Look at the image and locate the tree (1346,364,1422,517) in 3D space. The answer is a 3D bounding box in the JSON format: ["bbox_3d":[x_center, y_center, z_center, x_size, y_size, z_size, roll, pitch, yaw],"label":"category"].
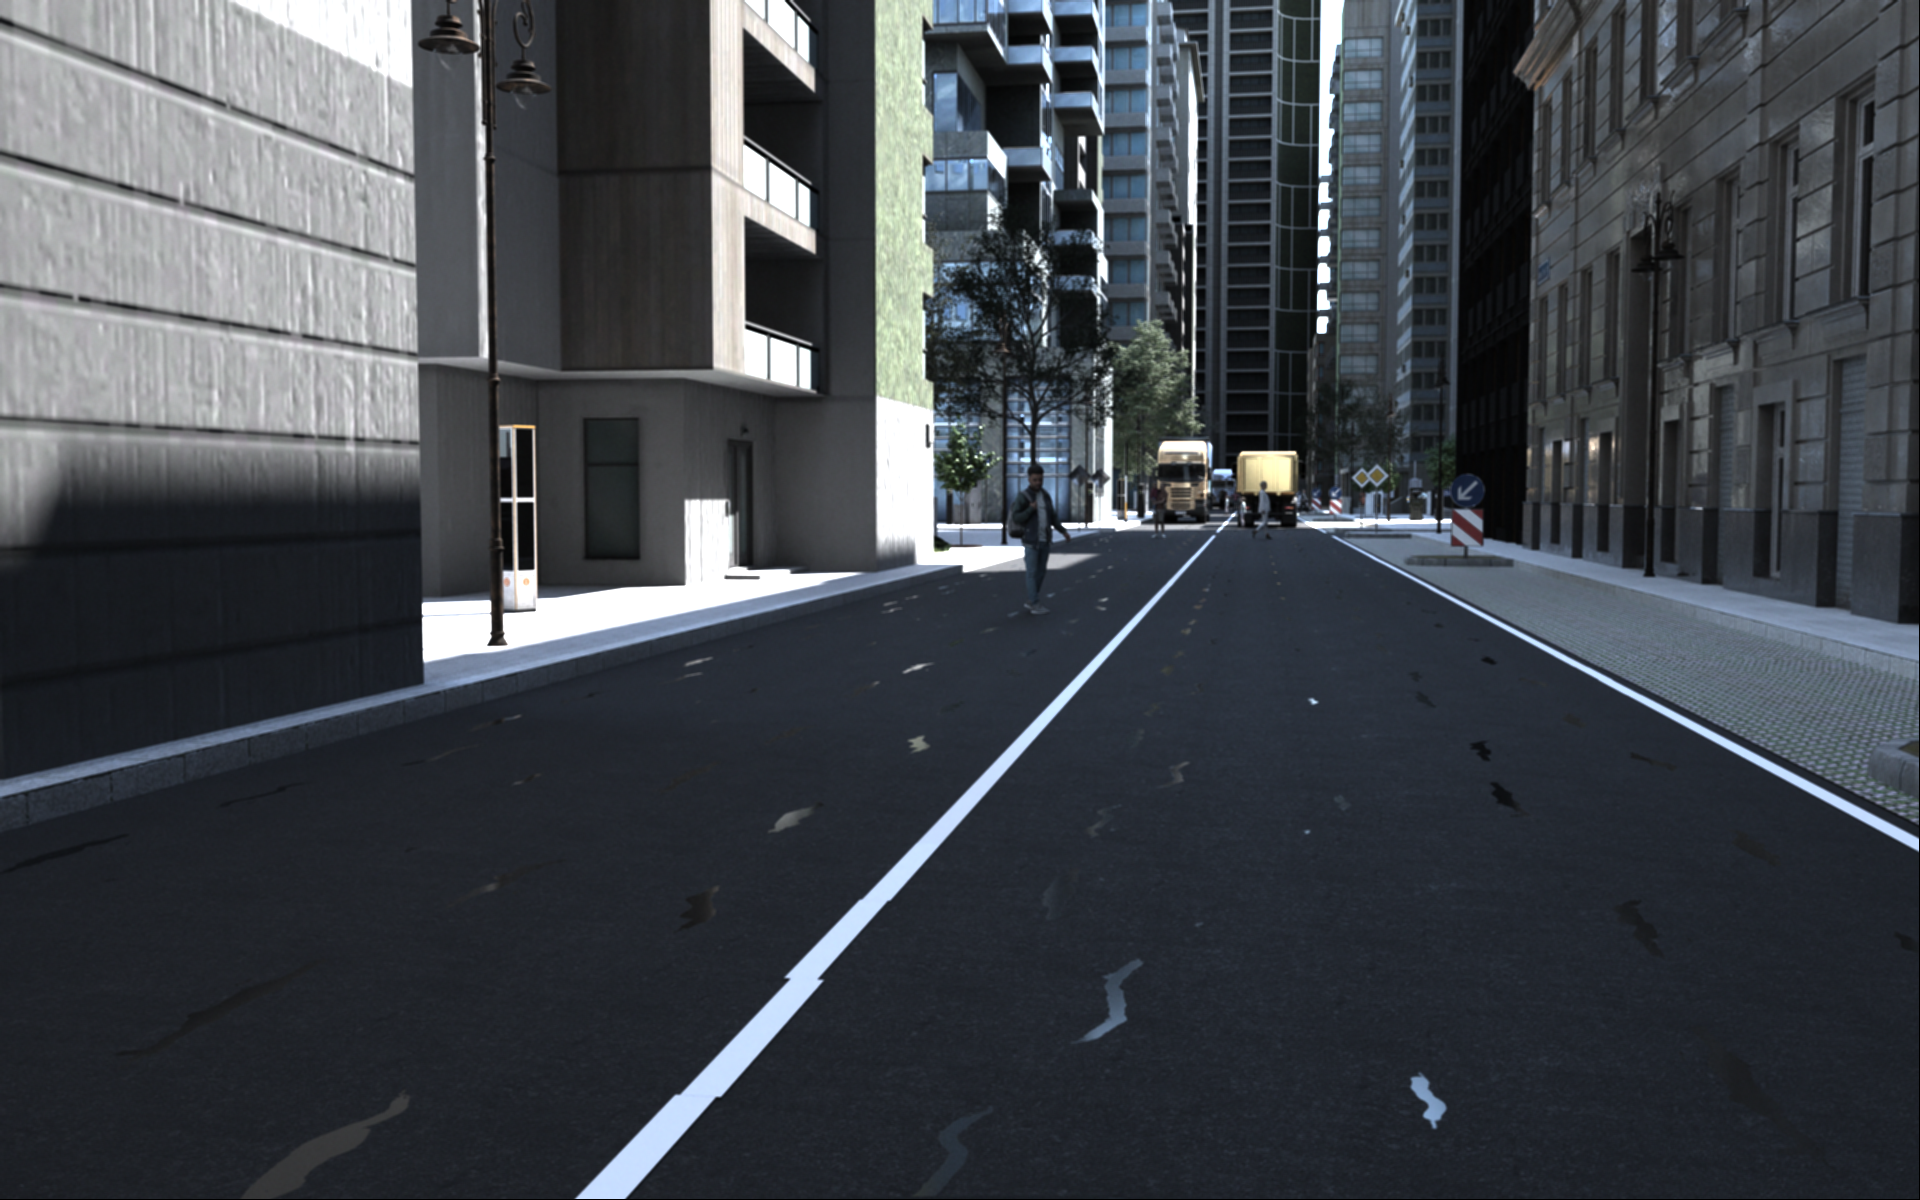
[{"bbox_3d":[24.022,-9.071,98.681,4.360,8.622,3.978,0,3,0],"label":"tree"}]

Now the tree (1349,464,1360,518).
[{"bbox_3d":[22.244,-6.118,94.636,1.663,3.219,1.824,0,3,0],"label":"tree"}]

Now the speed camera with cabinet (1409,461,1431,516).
[{"bbox_3d":[27.798,-6.652,103.102,2.038,3.252,0.660,2,4,26],"label":"speed camera with cabinet"}]

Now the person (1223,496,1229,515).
[{"bbox_3d":[18.407,-6.540,119.705,0.394,1.301,0.425,0,4,6],"label":"person"}]

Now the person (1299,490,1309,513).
[{"bbox_3d":[26.123,-7.495,131.448,0.834,1.777,0.661,2,4,27],"label":"person"}]

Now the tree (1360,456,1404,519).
[{"bbox_3d":[21.626,-5.723,88.176,1.663,3.219,1.824,0,3,0],"label":"tree"}]

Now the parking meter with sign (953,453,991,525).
[{"bbox_3d":[0.493,-4.661,72.461,1.738,3.016,0.543,-3,5,-43],"label":"parking meter with sign"}]

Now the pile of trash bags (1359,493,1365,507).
[{"bbox_3d":[30.644,-7.690,135.486,3.447,1.369,1.912,-3,5,-42],"label":"pile of trash bags"}]

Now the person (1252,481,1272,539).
[{"bbox_3d":[9.579,-2.848,54.940,0.818,1.842,0.514,-1,4,-17],"label":"person"}]

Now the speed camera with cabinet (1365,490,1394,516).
[{"bbox_3d":[24.829,-6.611,102.426,2.038,3.252,0.660,-3,4,-38],"label":"speed camera with cabinet"}]

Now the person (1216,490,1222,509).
[{"bbox_3d":[25.268,-9.727,167.544,0.705,1.823,1.348,-3,5,-42],"label":"person"}]

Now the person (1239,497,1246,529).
[{"bbox_3d":[11.713,-3.616,71.899,0.394,1.301,0.425,-1,4,-17],"label":"person"}]

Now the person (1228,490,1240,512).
[{"bbox_3d":[22.634,-8.136,142.237,1.217,1.743,0.721,0,4,4],"label":"person"}]

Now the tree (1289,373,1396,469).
[{"bbox_3d":[29.469,-12.093,132.131,8.767,10.594,7.601,0,4,6],"label":"tree"}]

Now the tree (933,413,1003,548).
[{"bbox_3d":[-0.068,-2.881,41.701,1.663,3.219,1.824,0,3,0],"label":"tree"}]

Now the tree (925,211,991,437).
[{"bbox_3d":[-1.234,-5.846,45.951,4.360,8.622,3.978,0,3,0],"label":"tree"}]

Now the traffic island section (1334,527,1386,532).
[{"bbox_3d":[15.114,-2.621,65.136,2.009,0.180,2.903,1,4,10],"label":"traffic island section"}]

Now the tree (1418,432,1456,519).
[{"bbox_3d":[25.762,-6.553,90.848,4.285,4.588,4.351,0,3,0],"label":"tree"}]

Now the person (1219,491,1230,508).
[{"bbox_3d":[24.817,-9.364,162.322,1.217,1.743,0.721,3,4,37],"label":"person"}]

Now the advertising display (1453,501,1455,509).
[{"bbox_3d":[22.257,-4.352,76.368,0.974,1.923,0.123,2,4,33],"label":"advertising display"}]

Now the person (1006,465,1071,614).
[{"bbox_3d":[0.908,-0.732,20.822,0.721,1.781,0.623,3,5,39],"label":"person"}]

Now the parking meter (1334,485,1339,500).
[{"bbox_3d":[25.112,-6.712,115.451,0.255,1.863,0.399,0,4,5],"label":"parking meter"}]

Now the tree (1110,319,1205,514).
[{"bbox_3d":[11.971,-11.873,112.244,7.486,12.596,7.792,0,3,0],"label":"tree"}]

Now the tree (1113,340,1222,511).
[{"bbox_3d":[15.082,-13.719,134.672,12.009,13.543,11.850,0,3,0],"label":"tree"}]

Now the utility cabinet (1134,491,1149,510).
[{"bbox_3d":[14.046,-7.671,134.092,1.173,1.500,0.318,-1,4,-21],"label":"utility cabinet"}]

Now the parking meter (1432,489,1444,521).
[{"bbox_3d":[22.985,-4.563,83.018,0.372,1.533,0.369,0,3,0],"label":"parking meter"}]

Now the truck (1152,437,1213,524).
[{"bbox_3d":[11.391,-6.038,87.629,2.839,4.237,11.283,1,4,10],"label":"truck"}]

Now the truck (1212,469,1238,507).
[{"bbox_3d":[29.968,-12.555,195.033,2.967,4.110,18.799,1,4,11],"label":"truck"}]

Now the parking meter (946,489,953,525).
[{"bbox_3d":[-0.431,-4.088,72.543,0.255,1.863,0.399,0,4,3],"label":"parking meter"}]

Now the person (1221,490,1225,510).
[{"bbox_3d":[24.345,-9.280,160.366,0.705,1.807,1.348,0,4,1],"label":"person"}]

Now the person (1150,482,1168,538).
[{"bbox_3d":[6.534,-2.976,57.128,0.580,1.828,0.573,-1,4,-12],"label":"person"}]

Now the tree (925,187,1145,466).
[{"bbox_3d":[2.066,-7.277,53.393,7.601,10.594,8.767,0,4,-6],"label":"tree"}]

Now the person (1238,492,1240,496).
[{"bbox_3d":[24.088,-8.531,148.702,0.721,1.735,1.217,1,4,9],"label":"person"}]

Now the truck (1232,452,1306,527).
[{"bbox_3d":[13.877,-5.020,77.996,3.469,3.379,9.791,1,4,10],"label":"truck"}]

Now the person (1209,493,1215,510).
[{"bbox_3d":[22.811,-9.131,157.802,1.348,1.822,0.705,-3,5,-40],"label":"person"}]

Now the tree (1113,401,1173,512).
[{"bbox_3d":[12.932,-10.473,121.598,4.360,8.622,3.978,0,3,0],"label":"tree"}]

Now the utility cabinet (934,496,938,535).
[{"bbox_3d":[-1.161,-2.342,49.450,1.020,1.237,0.306,-1,4,-21],"label":"utility cabinet"}]

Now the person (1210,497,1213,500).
[{"bbox_3d":[21.265,-8.499,148.240,0.721,1.735,1.217,3,5,44],"label":"person"}]

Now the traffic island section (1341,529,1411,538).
[{"bbox_3d":[13.782,-2.140,57.262,2.009,0.180,2.903,1,4,10],"label":"traffic island section"}]
